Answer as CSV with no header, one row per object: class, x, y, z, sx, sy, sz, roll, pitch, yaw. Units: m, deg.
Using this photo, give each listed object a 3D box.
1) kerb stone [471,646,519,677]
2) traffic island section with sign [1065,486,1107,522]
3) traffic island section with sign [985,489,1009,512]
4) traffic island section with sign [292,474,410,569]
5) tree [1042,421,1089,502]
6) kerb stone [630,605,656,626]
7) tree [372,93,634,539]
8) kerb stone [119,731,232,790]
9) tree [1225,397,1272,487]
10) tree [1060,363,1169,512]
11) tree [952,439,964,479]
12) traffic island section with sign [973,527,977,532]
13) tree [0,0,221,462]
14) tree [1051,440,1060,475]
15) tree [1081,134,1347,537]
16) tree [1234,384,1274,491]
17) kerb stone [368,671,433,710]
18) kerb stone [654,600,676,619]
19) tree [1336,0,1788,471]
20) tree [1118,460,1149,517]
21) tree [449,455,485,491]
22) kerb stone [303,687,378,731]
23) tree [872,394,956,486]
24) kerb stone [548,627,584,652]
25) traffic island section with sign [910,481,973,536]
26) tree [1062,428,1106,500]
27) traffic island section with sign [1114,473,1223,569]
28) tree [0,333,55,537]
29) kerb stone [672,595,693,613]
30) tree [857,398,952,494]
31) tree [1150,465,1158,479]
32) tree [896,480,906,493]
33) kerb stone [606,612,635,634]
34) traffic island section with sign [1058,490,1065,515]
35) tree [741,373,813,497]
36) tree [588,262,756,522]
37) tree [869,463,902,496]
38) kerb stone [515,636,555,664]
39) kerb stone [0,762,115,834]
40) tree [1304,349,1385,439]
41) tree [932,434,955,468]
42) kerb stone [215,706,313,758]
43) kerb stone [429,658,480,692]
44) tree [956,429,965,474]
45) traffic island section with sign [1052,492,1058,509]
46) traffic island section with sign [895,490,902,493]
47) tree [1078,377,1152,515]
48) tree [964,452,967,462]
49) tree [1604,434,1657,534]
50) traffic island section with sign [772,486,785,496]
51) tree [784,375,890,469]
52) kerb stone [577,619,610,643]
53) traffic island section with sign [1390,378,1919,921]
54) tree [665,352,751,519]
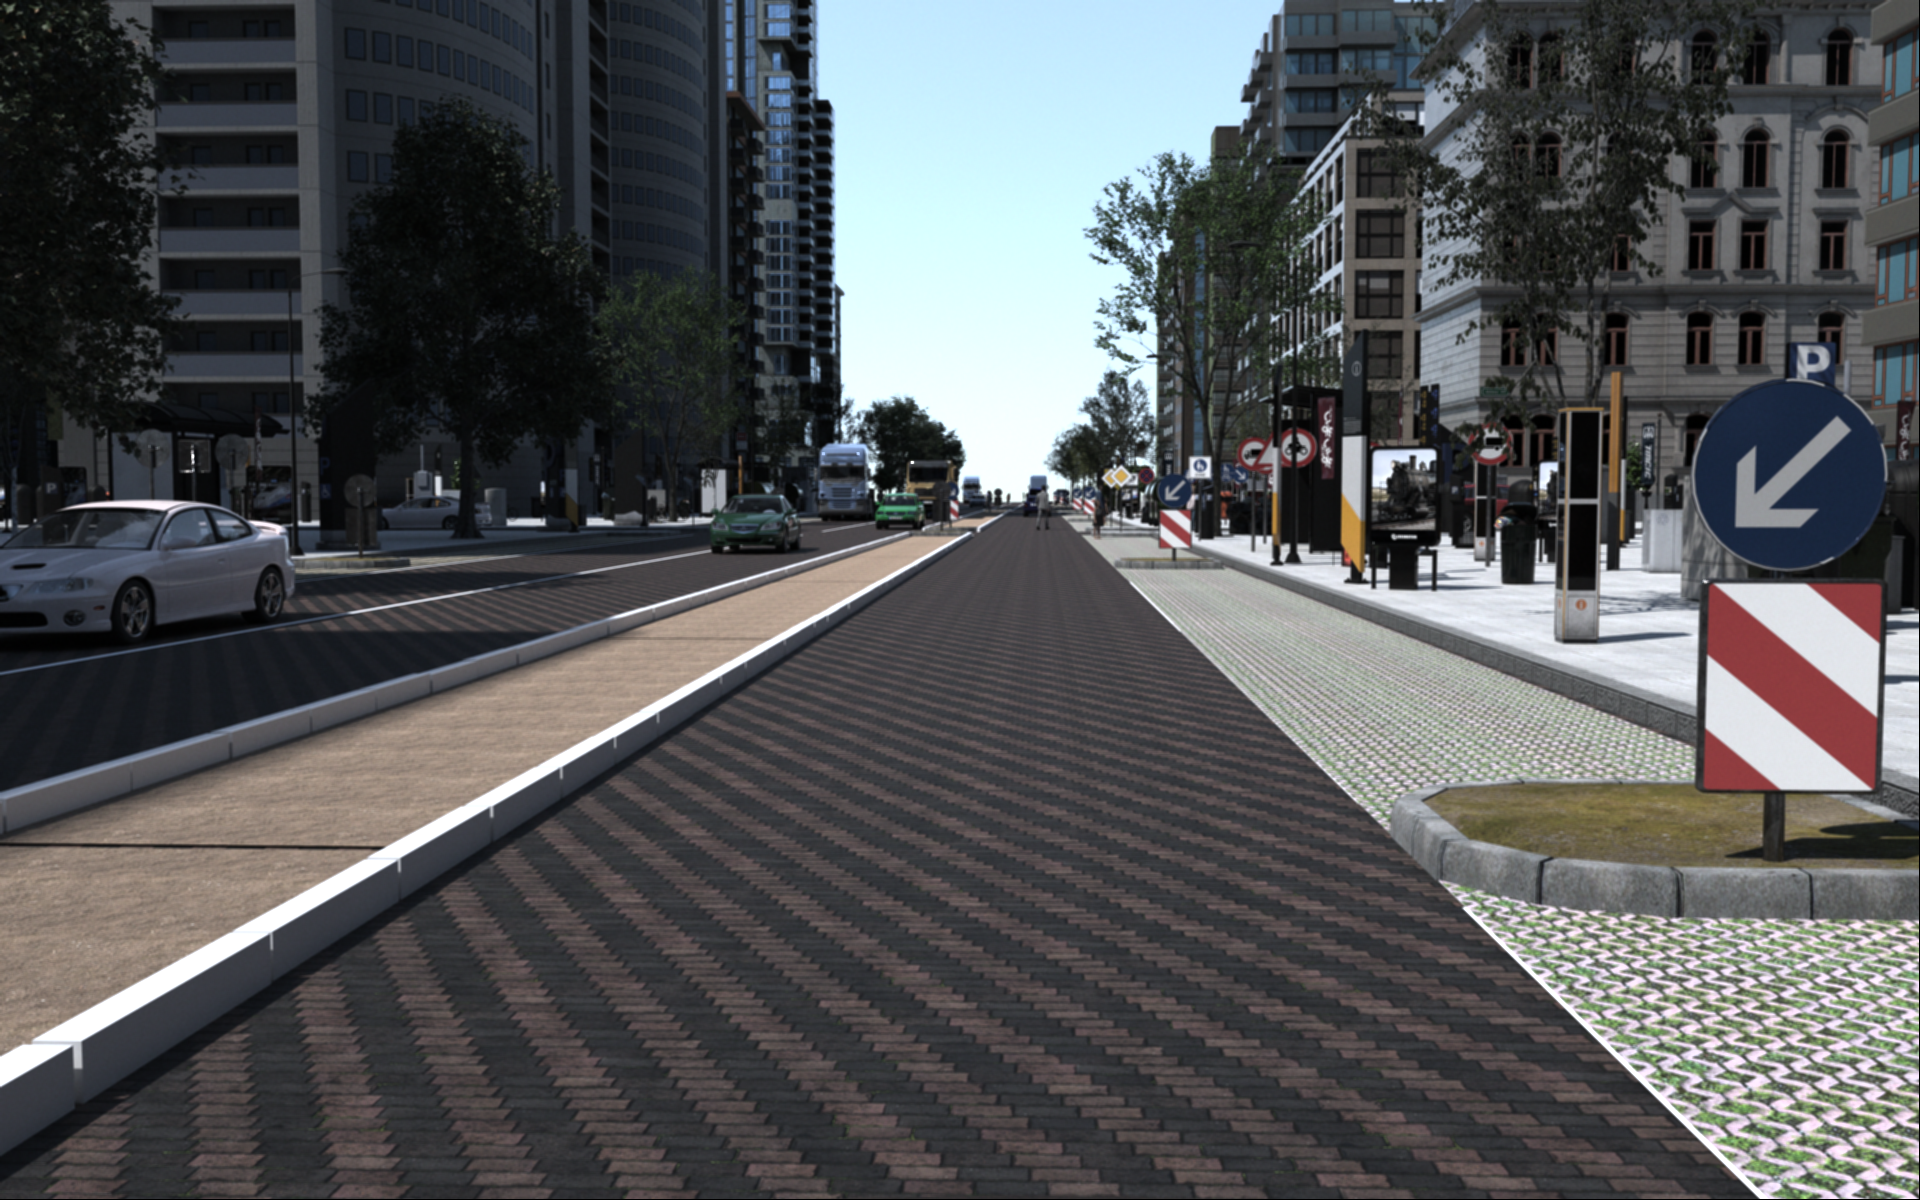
kerb stone,-3.774,0.508,13.927,0.120,0.150,1.000,0,4,3
traffic island section with sign,6.563,-4.947,89.507,1.989,1.847,2.006,0,4,3
traffic island section with sign,3.095,-8.164,141.618,2.006,1.907,1.989,0,4,3
traffic island section with sign,-11.924,-1.546,33.913,1.989,1.847,2.006,0,4,3
tree,18.854,-23.223,290.072,12.009,13.543,11.850,0,3,0
kerb stone,-3.542,0.193,19.036,0.120,0.150,1.000,0,4,3
tree,-14.177,-8.128,49.896,9.611,12.733,9.660,0,3,0
kerb stone,-4.012,0.822,8.815,0.120,0.150,1.000,0,4,3
tree,21.887,-11.043,130.919,4.737,8.622,4.395,0,3,0
tree,11.397,-11.579,123.733,7.601,10.594,8.767,0,4,7
tree,-5.678,-19.119,238.352,9.928,11.665,9.643,0,3,0
traffic island section with sign,-0.322,-3.573,66.557,2.006,1.907,1.989,0,4,3
tree,-15.112,-6.559,24.250,9.611,12.733,9.660,0,3,0
tree,16.700,-18.108,230.470,7.601,10.594,8.767,1,4,20
tree,7.577,-7.697,51.598,9.928,11.665,9.643,0,3,0
tree,19.804,-9.860,111.577,4.360,8.622,3.978,0,3,0
kerb stone,-3.870,0.631,11.883,0.120,0.150,1.000,0,4,3
kerb stone,-3.488,0.131,20.059,0.120,0.150,1.000,0,4,3
tree,6.412,-4.149,18.201,4.360,8.622,3.978,0,3,0
tree,9.345,-6.165,95.404,1.663,3.219,1.824,0,3,0
tree,-22.606,-5.126,78.416,1.663,3.219,1.824,0,3,0
kerb stone,-3.914,0.694,10.859,0.120,0.150,1.000,0,4,3
tree,-6.412,-18.974,216.872,9.857,13.997,8.962,0,3,0
kerb stone,-3.681,0.386,15.970,0.120,0.150,1.000,0,4,3
traffic island section with sign,-0.670,-3.121,59.158,2.006,1.907,1.989,0,4,3
tree,13.799,-14.476,187.037,4.737,8.622,4.395,0,3,0
traffic island section with sign,4.010,-1.531,33.664,1.989,1.847,2.006,0,4,3
tree,-26.641,-5.991,48.323,4.360,8.622,3.978,0,3,0
kerb stone,-3.443,0.068,21.080,0.120,0.150,1.000,0,4,3
tree,-7.739,-16.031,187.867,9.928,11.665,9.643,0,3,0
tree,10.541,-6.414,99.471,1.663,3.219,1.824,0,3,0
tree,-6.881,-12.901,205.530,1.663,3.219,1.824,0,3,0
kerb stone,-3.584,0.256,18.013,0.120,0.150,1.000,0,4,3
traffic island section with sign,7.770,-6.594,116.435,1.989,1.847,2.006,0,4,3
tree,-10.909,-9.446,104.798,4.737,8.622,4.395,0,3,0
tree,-13.125,-9.348,78.596,9.928,11.665,9.643,0,3,0
tree,-7.765,-11.981,179.606,4.285,4.588,4.351,0,3,0
kerb stone,-3.719,0.449,14.948,0.120,0.150,1.000,0,4,3
kerb stone,-4.052,0.881,7.793,0.120,0.150,1.000,0,4,3
tree,19.099,-8.365,87.128,4.737,8.622,4.395,0,3,0
tree,-3.885,-20.485,269.346,7.601,10.594,8.767,-1,4,-11
kerb stone,-3.960,0.756,9.838,0.120,0.150,1.000,0,4,3
kerb stone,-3.815,0.577,12.906,0.120,0.150,1.000,0,4,3
tree,-3.419,-23.467,290.339,9.857,13.997,8.962,0,3,0
traffic island section with sign,10.074,-9.661,166.583,1.989,1.847,2.006,0,4,3
traffic island section with sign,-5.863,-9.666,166.674,1.989,1.847,2.006,0,4,3
tree,9.940,-9.562,106.694,4.360,8.622,3.978,0,3,0
tree,-2.345,-23.036,302.397,9.928,11.665,9.643,0,3,0
tree,21.742,-3.748,55.887,1.663,3.219,1.824,0,3,0
traffic island section with sign,-9.389,-4.942,89.436,1.989,1.847,2.006,0,4,3
tree,-9.616,-12.259,134.852,8.767,10.594,7.601,0,4,-6
kerb stone,-3.641,0.318,16.991,0.120,0.150,1.000,0,4,3
traffic island section with sign,2.777,0.116,6.737,1.989,1.847,2.006,0,4,3
tree,-12.887,-8.481,89.019,4.360,8.622,3.978,0,3,0
